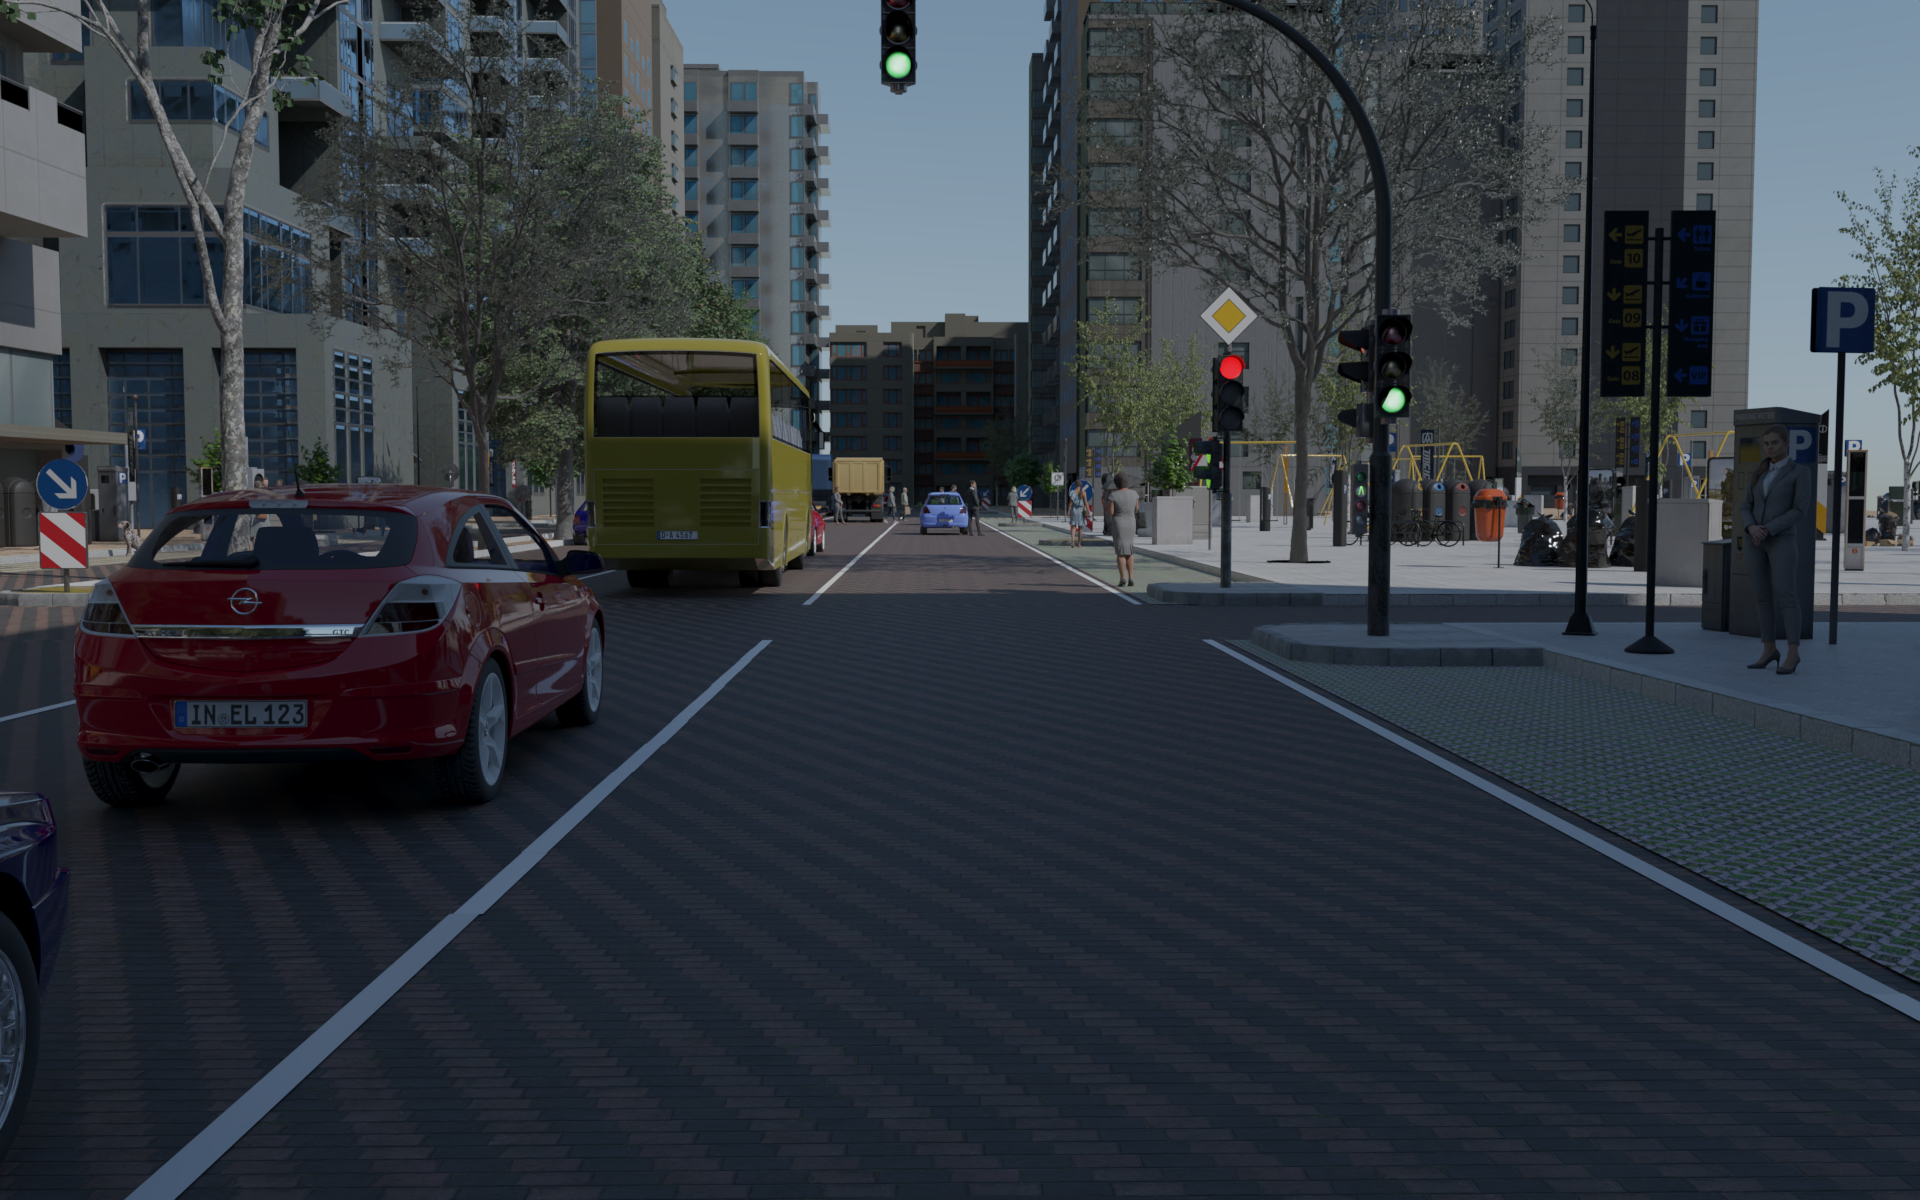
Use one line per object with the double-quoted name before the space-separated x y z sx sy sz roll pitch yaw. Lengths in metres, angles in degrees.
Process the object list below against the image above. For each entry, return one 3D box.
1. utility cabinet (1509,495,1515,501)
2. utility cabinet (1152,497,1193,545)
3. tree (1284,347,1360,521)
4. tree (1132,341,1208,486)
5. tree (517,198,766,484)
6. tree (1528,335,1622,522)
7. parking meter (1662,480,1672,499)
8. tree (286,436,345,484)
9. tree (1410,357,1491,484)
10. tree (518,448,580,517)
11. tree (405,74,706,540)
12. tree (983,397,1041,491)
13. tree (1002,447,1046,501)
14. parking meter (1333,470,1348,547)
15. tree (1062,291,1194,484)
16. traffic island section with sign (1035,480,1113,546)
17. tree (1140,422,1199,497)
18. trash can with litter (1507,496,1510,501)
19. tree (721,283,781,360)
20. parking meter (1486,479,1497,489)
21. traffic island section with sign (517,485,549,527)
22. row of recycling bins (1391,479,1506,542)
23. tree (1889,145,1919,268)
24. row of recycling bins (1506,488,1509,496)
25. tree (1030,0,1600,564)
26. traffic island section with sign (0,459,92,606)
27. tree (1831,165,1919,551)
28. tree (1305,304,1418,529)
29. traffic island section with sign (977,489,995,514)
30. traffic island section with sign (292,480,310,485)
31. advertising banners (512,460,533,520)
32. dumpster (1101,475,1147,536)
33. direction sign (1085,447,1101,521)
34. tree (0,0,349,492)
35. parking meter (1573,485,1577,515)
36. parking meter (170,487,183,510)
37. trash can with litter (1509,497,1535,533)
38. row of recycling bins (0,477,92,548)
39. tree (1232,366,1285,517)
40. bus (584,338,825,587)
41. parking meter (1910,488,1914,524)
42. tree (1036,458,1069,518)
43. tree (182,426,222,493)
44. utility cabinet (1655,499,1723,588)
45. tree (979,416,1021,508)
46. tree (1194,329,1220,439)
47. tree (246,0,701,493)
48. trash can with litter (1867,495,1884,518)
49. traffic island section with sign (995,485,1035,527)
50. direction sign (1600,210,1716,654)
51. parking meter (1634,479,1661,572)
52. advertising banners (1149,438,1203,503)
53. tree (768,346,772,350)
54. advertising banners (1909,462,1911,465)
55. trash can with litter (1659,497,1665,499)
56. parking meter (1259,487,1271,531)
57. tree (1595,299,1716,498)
"utility cabinet" 30.290 -5.197 96.129 0.306 1.237 1.020 -3 4 -36
"utility cabinet" 5.393 -2.008 43.996 1.020 1.237 0.306 -1 4 -18
"tree" 17.652 -8.041 81.827 4.360 8.622 3.978 0 3 0
"tree" 9.943 -8.180 84.101 4.360 8.622 3.978 0 3 0
"tree" -12.445 -8.802 63.377 9.611 12.733 9.660 0 3 0
"tree" 28.024 -7.909 79.679 4.360 8.622 3.978 0 3 0
"parking meter" 28.882 -3.983 70.835 0.399 1.863 0.255 3 5 43
"tree" -21.176 -3.846 57.486 1.663 3.219 1.824 0 3 0
"tree" 25.796 -8.675 92.194 4.360 8.622 3.978 0 3 0
"tree" -22.972 -6.925 96.934 4.285 4.588 4.351 0 3 0
"tree" -12.309 -8.832 53.524 9.857 13.997 8.962 0 3 0
"tree" 3.925 -10.993 130.090 4.360 8.622 3.978 0 3 0
"tree" 4.490 -8.430 121.550 4.285 4.588 4.351 0 3 0
"parking meter" 9.280 -2.236 42.277 0.255 1.863 0.399 2 4 29
"tree" 5.839 -6.935 63.743 4.737 8.622 4.395 0 3 0
"traffic island section with sign" 3.212 -2.428 48.322 1.989 1.847 2.006 0 4 -1
"tree" 5.780 -3.156 46.208 1.663 3.219 1.824 0 3 0
"trash can with litter" 28.323 -4.828 90.318 0.624 1.170 1.055 -1 4 -10
"tree" -12.491 -9.527 83.978 9.928 11.665 9.643 0 3 0
"parking meter" 20.777 -3.791 67.702 0.399 1.863 0.255 3 5 42
"traffic island section with sign" -18.918 -4.058 74.968 1.989 1.847 2.006 0 4 -1
"row of recycling bins" 13.094 -2.447 47.114 3.534 1.692 1.069 -2 4 -29
"tree" 18.849 -4.910 30.642 4.360 8.622 3.978 0 3 0
"row of recycling bins" 28.701 -5.263 93.163 1.069 1.692 3.534 0 4 5
"tree" 6.359 -7.419 31.674 12.009 13.543 11.850 0 3 0
"traffic island section with sign" -11.646 -0.915 23.103 2.006 1.907 1.989 0 4 -1
"tree" 21.269 -5.387 38.439 4.737 8.622 4.395 0 3 0
"tree" 14.694 -6.972 64.351 4.737 8.622 4.395 0 3 0
"traffic island section with sign" 1.761 -7.171 125.878 1.989 1.847 2.006 0 4 -1
"traffic island section with sign" -18.417 -2.409 48.018 1.989 1.847 2.006 0 4 -1
"advertising banners" -21.109 -5.332 83.359 0.090 3.025 2.074 1 4 14
"dumpster" 5.061 -2.909 53.313 1.264 1.857 1.865 0 4 -1
"direction sign" 6.383 -5.567 83.013 0.876 3.537 0.379 -2 4 -30
"tree" -12.753 -10.365 27.810 12.611 20.169 13.585 0 3 0
"parking meter" 34.235 -5.526 96.060 0.399 1.863 0.255 1 4 23
"parking meter" -27.386 -3.190 60.561 0.372 1.533 0.369 0 3 0
"trash can with litter" 18.565 -2.746 56.292 1.055 1.170 0.624 -1 4 -10
"row of recycling bins" -22.833 -2.168 42.562 1.069 1.692 3.534 1 4 17
"tree" 17.184 -8.918 96.171 4.360 8.622 3.978 0 3 0
"bus" -4.033 -2.326 29.571 2.896 3.916 12.252 0 4 -2
"parking meter" 40.589 -4.019 74.122 0.372 1.533 0.369 0 3 0
"tree" 4.823 -5.958 92.015 1.663 3.219 1.824 0 3 0
"tree" -21.320 -3.359 49.525 1.663 3.219 1.824 0 3 0
"utility cabinet" 10.075 -0.791 24.097 0.306 1.237 1.020 -2 4 -28
"tree" 3.693 -12.969 162.405 4.737 8.622 4.395 0 3 0
"tree" 9.949 -7.805 77.975 4.737 8.622 4.395 0 3 0
"tree" -11.446 -7.856 41.280 12.009 13.543 11.850 0 3 0
"trash can with litter" 49.683 -5.057 93.733 1.678 1.210 2.233 0 4 -3
"traffic island section with sign" 2.688 -4.138 76.290 1.989 1.847 2.006 0 4 -1
"direction sign" 5.584 -1.341 13.924 0.876 3.537 0.379 0 4 1
"parking meter" 11.346 -1.236 28.612 0.372 1.533 0.369 0 3 0
"advertising banners" 6.807 -3.579 54.708 2.074 3.025 0.090 3 5 45
"tree" -12.270 -9.458 74.096 9.611 12.733 9.660 0 3 0
"advertising banners" 51.891 -6.060 95.270 2.074 3.025 0.090 -3 5 -40
"trash can with litter" 23.839 -2.849 57.972 1.055 1.170 0.624 0 4 -3
"parking meter" 10.504 -3.132 59.620 0.372 1.533 0.369 0 3 0
"tree" 26.002 -6.996 64.741 4.737 8.622 4.395 0 3 0
